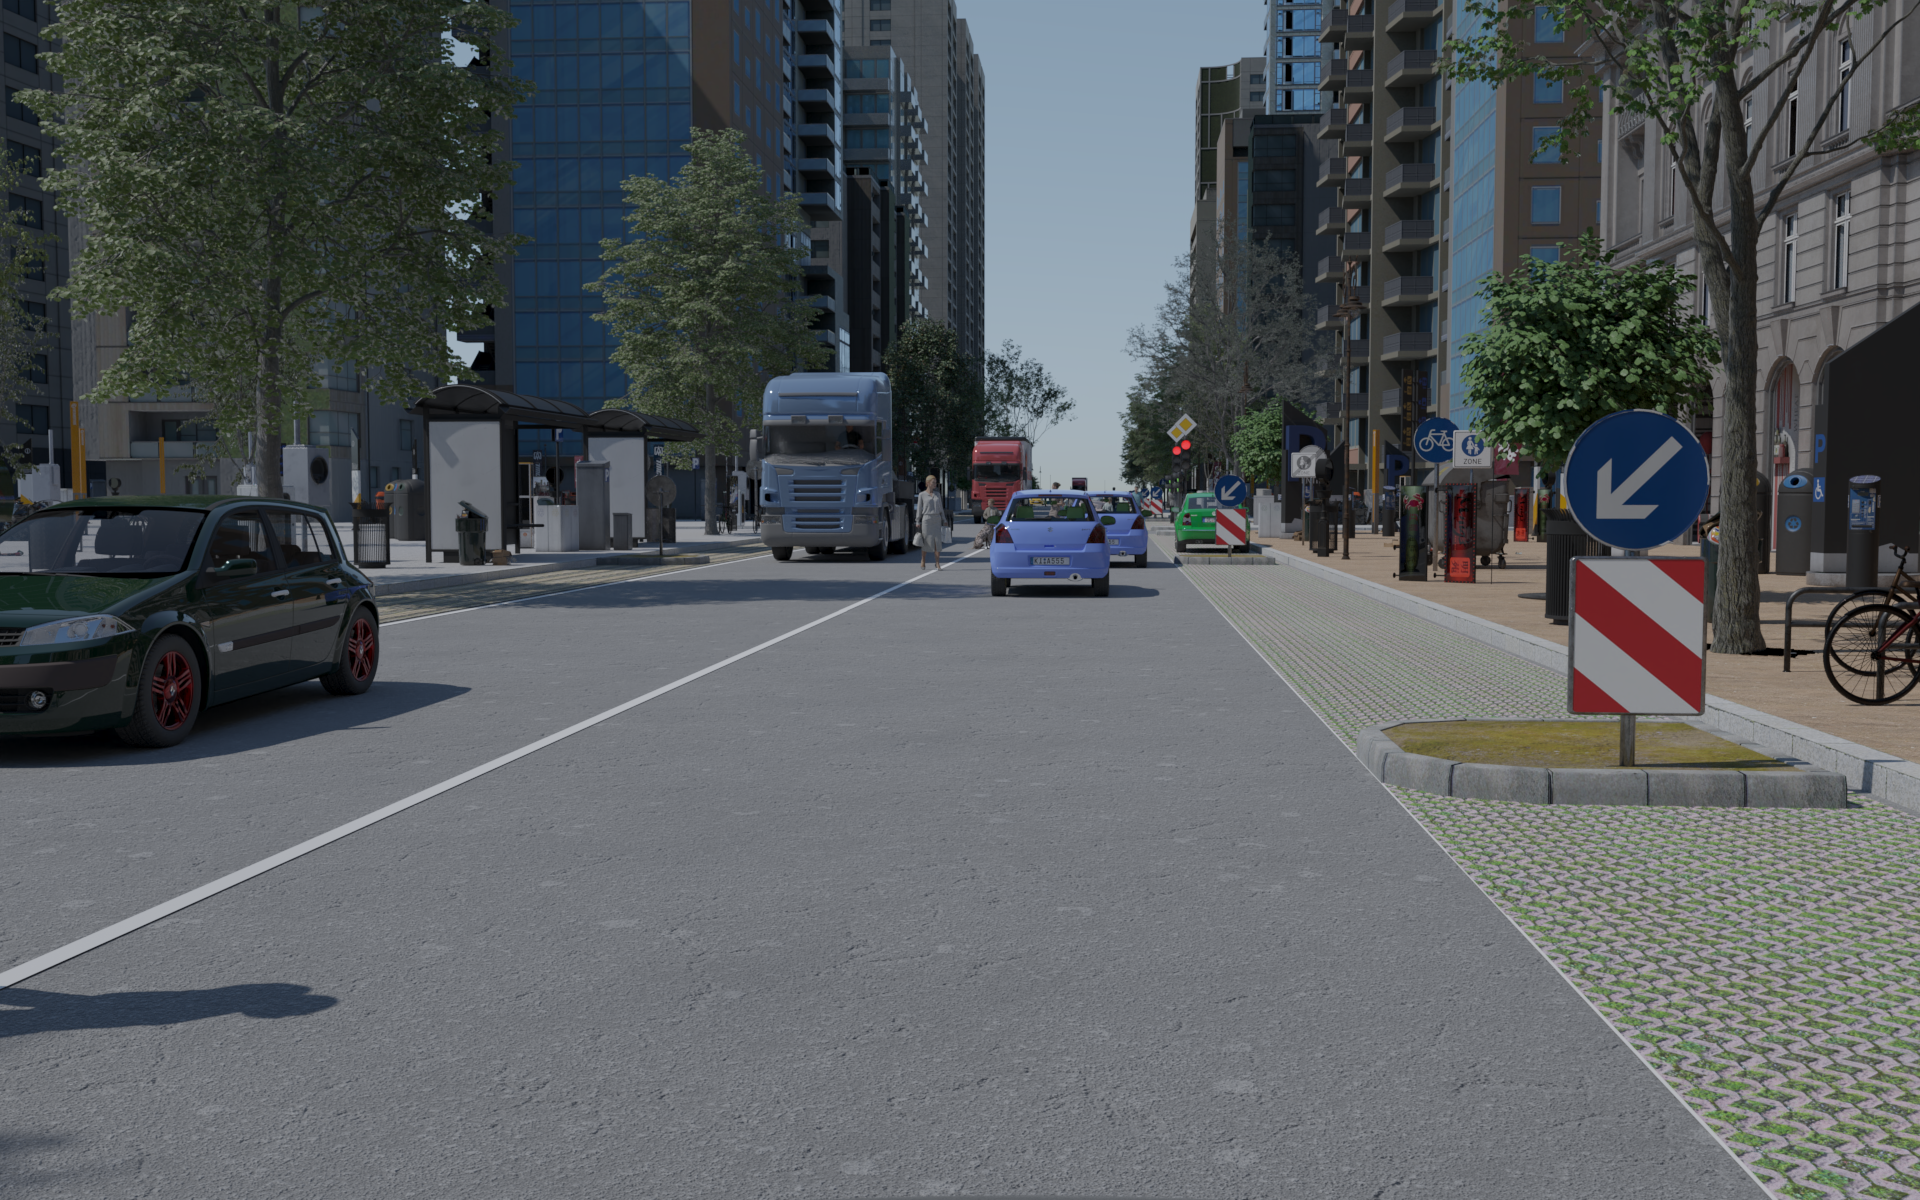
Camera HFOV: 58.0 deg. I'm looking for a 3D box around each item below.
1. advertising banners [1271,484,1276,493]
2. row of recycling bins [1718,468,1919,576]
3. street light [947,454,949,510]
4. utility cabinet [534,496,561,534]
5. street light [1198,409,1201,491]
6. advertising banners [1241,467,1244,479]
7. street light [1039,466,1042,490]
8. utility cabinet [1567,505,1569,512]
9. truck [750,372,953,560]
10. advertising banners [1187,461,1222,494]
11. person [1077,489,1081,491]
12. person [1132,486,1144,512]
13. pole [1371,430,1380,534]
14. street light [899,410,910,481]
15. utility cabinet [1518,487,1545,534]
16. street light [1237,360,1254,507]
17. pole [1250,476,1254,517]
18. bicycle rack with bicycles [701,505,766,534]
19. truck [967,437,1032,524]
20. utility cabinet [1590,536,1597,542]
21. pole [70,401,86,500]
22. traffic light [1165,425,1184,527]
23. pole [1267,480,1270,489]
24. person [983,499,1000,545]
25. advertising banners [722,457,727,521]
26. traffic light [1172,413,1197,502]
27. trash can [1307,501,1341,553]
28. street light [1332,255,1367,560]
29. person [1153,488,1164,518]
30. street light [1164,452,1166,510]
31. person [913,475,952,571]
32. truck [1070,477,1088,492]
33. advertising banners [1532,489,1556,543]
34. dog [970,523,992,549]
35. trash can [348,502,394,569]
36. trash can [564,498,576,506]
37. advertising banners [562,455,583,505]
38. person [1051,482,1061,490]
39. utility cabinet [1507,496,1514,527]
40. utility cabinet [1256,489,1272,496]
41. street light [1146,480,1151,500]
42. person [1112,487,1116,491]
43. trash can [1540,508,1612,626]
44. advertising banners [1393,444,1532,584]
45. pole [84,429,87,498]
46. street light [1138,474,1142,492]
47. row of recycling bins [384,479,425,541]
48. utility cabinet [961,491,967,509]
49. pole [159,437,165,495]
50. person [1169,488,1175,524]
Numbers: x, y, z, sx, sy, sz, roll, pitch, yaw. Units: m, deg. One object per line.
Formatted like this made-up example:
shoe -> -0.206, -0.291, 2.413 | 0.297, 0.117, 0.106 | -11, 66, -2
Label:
advertising banners -> 17.007, -6.066, 95.371 | 0.090, 3.025, 2.074 | 3, 5, 43
row of recycling bins -> 13.552, -1.216, 26.993 | 1.069, 1.692, 3.534 | -3, 4, -38
street light -> -0.841, -9.086, 121.347 | 0.468, 5.910, 1.993 | 0, 4, 5
utility cabinet -> -13.468, -2.766, 56.390 | 0.306, 1.237, 1.020 | 2, 4, 30
street light -> 12.529, -7.216, 90.771 | 0.468, 5.910, 1.993 | 0, 4, 5
advertising banners -> 17.929, -7.042, 111.321 | 0.090, 3.025, 2.074 | 2, 4, 28
street light -> 13.117, -18.962, 282.818 | 0.468, 5.910, 1.993 | 0, 4, 5
utility cabinet -> 19.554, -2.642, 54.351 | 0.306, 1.237, 1.020 | -3, 4, -37
truck -> -2.202, -3.332, 44.230 | 2.967, 4.110, 18.799 | 0, 4, 5
advertising banners -> 13.043, -5.893, 92.535 | 2.074, 3.025, 0.090 | -1, 4, -19
person -> 9.293, -7.743, 135.075 | 0.580, 1.828, 0.573 | 3, 5, 42
person -> 8.659, -4.647, 84.499 | 0.660, 1.820, 0.620 | 0, 4, 3
pole -> 13.198, -3.740, 54.987 | 0.158, 3.312, 0.155 | 0, 3, 0
street light -> -3.062, -7.517, 95.688 | 0.468, 5.910, 1.993 | 0, 4, 5
utility cabinet -> 18.178, -2.830, 54.956 | 1.173, 1.500, 0.318 | -1, 4, -18
street light -> 9.821, -5.312, 59.647 | 0.468, 5.910, 1.993 | 0, 4, 5
pole -> 16.456, -6.341, 97.514 | 0.158, 3.312, 0.155 | 0, 3, 0
bicycle rack with bicycles -> -7.205, -2.632, 56.414 | 2.852, 0.926, 2.925 | 0, 4, 0
truck -> 2.133, -5.982, 86.724 | 2.839, 4.237, 11.283 | 0, 4, 5
utility cabinet -> 17.074, -2.180, 46.804 | 0.306, 1.237, 1.020 | 3, 5, 42
pole -> -19.521, -2.717, 38.268 | 0.158, 3.312, 0.155 | 0, 3, 0
traffic light -> 8.494, -4.845, 68.140 | 0.839, 4.253, 0.868 | 0, 4, 5
pole -> 21.432, -7.743, 120.441 | 0.158, 3.312, 0.155 | 0, 3, 0
person -> 0.896, -2.199, 48.725 | 0.475, 1.303, 0.640 | 0, 4, -7
advertising banners -> -10.954, -5.175, 80.801 | 0.090, 3.025, 2.074 | 0, 4, -2
traffic light -> 7.810, -4.359, 60.184 | 0.839, 4.253, 0.868 | 0, 4, 5
trash can -> 7.890, -1.585, 37.575 | 0.748, 1.137, 0.748 | 0, 3, 0
street light -> 7.556, -3.728, 33.734 | 0.468, 5.910, 1.993 | 0, 4, 5
person -> 11.092, -5.380, 96.639 | 0.728, 1.800, 0.709 | -1, 4, -18
street light -> 16.883, -10.380, 142.492 | 0.468, 5.910, 1.993 | 0, 4, 5
person -> -0.526, -1.451, 32.582 | 0.694, 1.780, 0.624 | -1, 4, -9
truck -> 20.247, -18.621, 293.370 | 2.839, 4.237, 11.283 | 0, 4, 6
advertising banners -> 15.042, -3.064, 46.279 | 0.090, 3.025, 2.074 | -2, 4, -32
dog -> 0.506, -1.730, 45.128 | 0.800, 0.831, 0.513 | 1, 4, 19
trash can -> -10.168, -1.118, 29.928 | 0.748, 1.137, 0.748 | 0, 3, 0
trash can -> -15.566, -3.546, 69.629 | 0.748, 1.137, 0.748 | 0, 3, 0
advertising banners -> -17.970, -5.061, 78.935 | 2.074, 3.025, 0.090 | 2, 4, 27
person -> 2.703, -2.528, 50.172 | 0.374, 1.781, 0.599 | -3, 4, -36
utility cabinet -> 21.339, -3.475, 67.979 | 0.306, 1.237, 1.020 | -1, 4, -17
utility cabinet -> 12.951, -3.980, 73.750 | 0.318, 1.500, 1.173 | 2, 4, 28
street light -> 23.561, -15.044, 218.758 | 0.468, 5.910, 1.993 | 0, 4, 5
person -> 9.100, -5.795, 103.028 | 0.659, 1.850, 0.755 | 2, 4, 33
trash can -> 6.074, -0.327, 17.008 | 0.748, 1.137, 0.748 | 0, 3, 0
advertising banners -> 7.181, -1.755, 24.878 | 2.074, 3.025, 0.090 | 3, 5, 44
pole -> -27.303, -3.673, 53.903 | 0.158, 3.312, 0.155 | 0, 3, 0
street light -> 28.422, -18.542, 275.942 | 0.468, 5.910, 1.993 | 0, 4, 5
row of recycling bins -> -15.503, -2.546, 48.735 | 1.069, 1.692, 3.534 | -2, 4, -25
utility cabinet -> 0.335, -8.254, 143.637 | 0.318, 1.500, 1.173 | -1, 4, -13
pole -> -28.742, -4.195, 62.438 | 0.158, 3.312, 0.155 | 0, 3, 0
person -> 10.303, -4.583, 83.617 | 0.473, 1.802, 0.592 | 1, 4, 10
